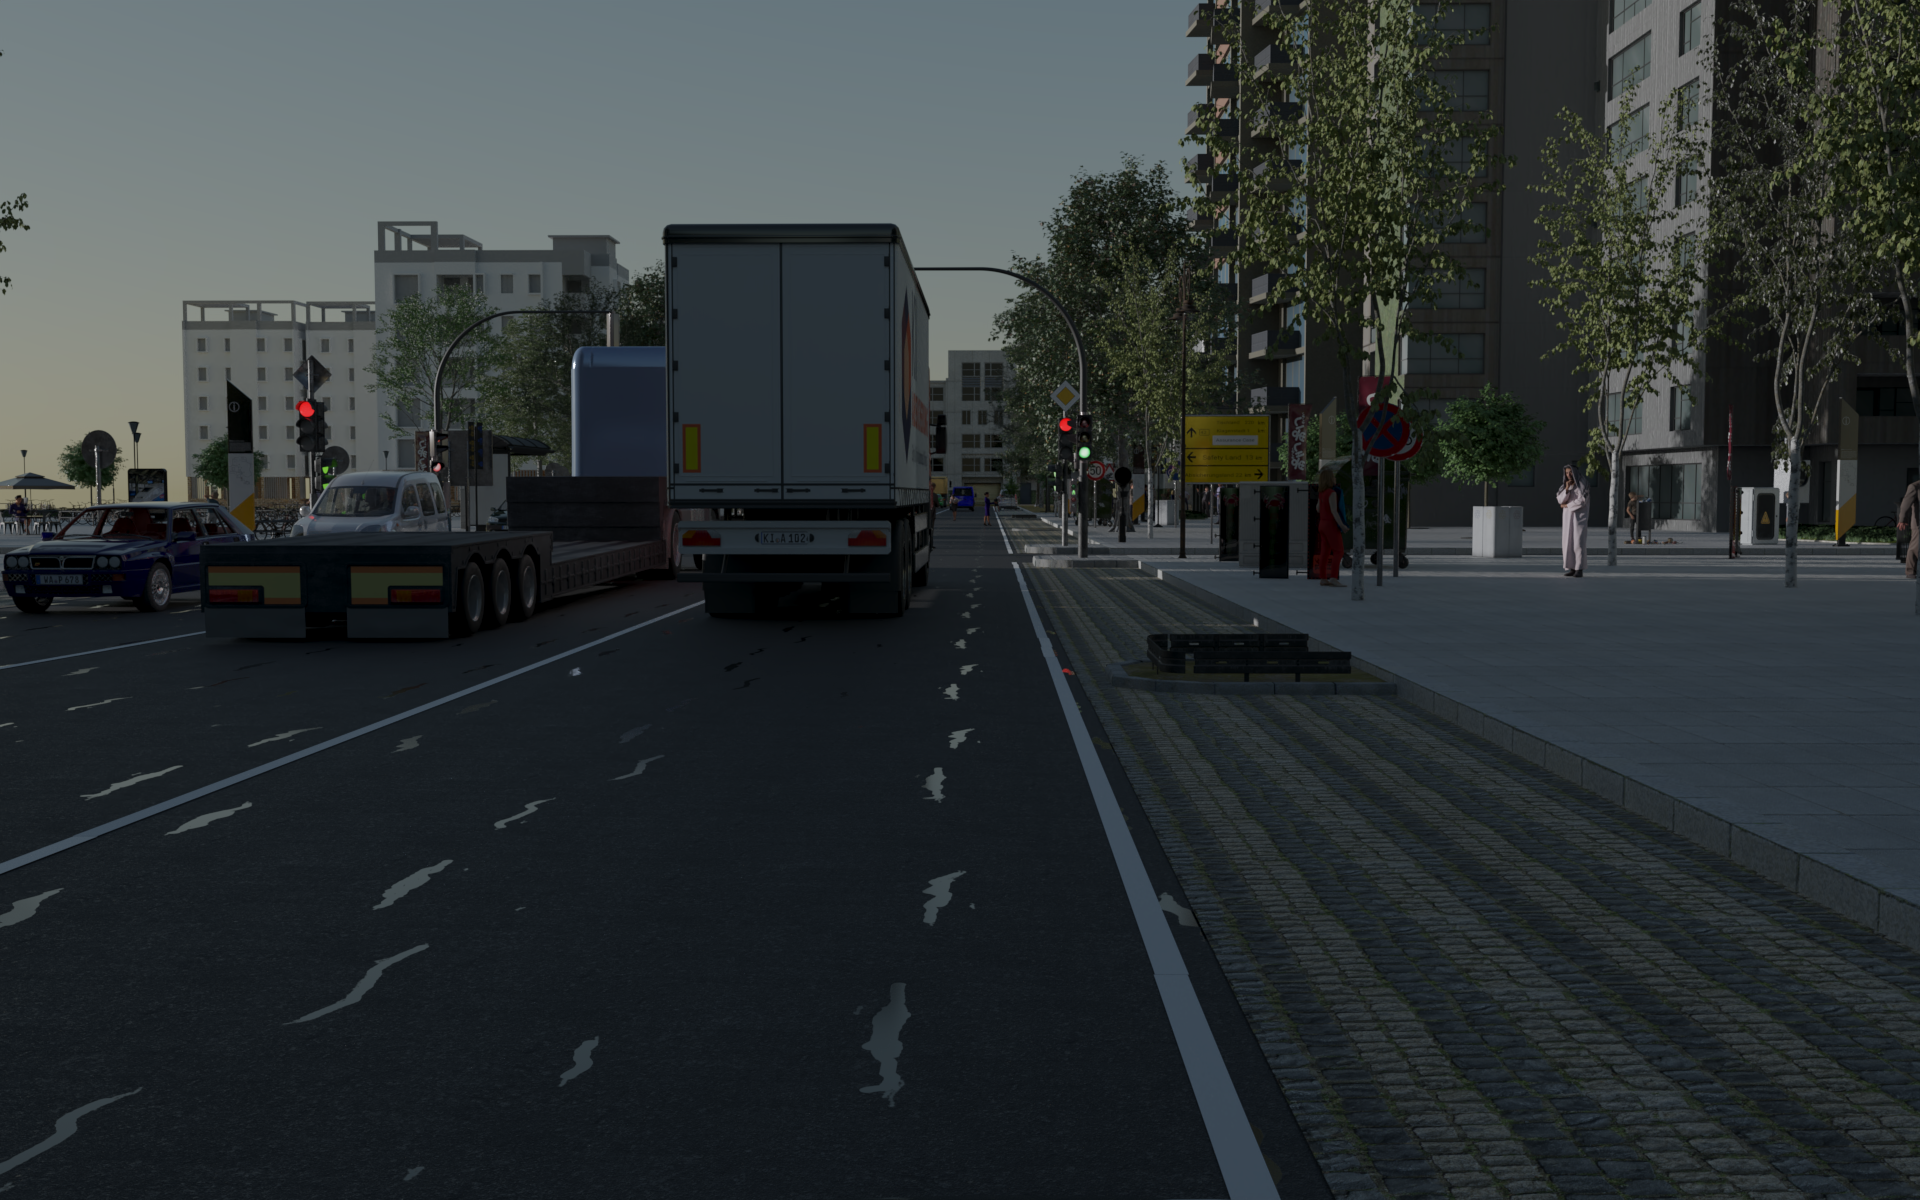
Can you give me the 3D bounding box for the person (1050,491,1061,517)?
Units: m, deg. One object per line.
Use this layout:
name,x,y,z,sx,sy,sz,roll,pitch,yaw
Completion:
person,5.406,-5.463,96.086,0.376,1.734,0.841,-3,4,-38

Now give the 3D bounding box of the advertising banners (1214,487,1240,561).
advertising banners,5.831,-2.263,33.195,2.074,3.025,0.090,-1,4,-19

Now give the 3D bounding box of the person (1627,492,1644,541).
person,18.525,-2.291,47.415,0.435,1.345,0.340,-2,4,-27

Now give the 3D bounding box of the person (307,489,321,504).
person,-25.391,-3.700,68.501,0.963,1.587,0.435,-1,4,-9

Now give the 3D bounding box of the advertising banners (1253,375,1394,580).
advertising banners,5.420,-1.817,25.895,2.074,3.025,0.090,2,4,25

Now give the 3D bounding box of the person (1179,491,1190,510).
person,15.971,-7.104,123.139,0.756,1.711,0.436,1,4,15

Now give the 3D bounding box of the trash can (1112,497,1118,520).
trash can,7.159,-4.014,77.289,0.748,1.137,0.748,0,3,0

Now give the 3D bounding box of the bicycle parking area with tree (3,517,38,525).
bicycle parking area with tree,-41.167,-5.102,70.425,8.231,4.147,9.016,2,4,34

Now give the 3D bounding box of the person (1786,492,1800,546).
person,20.478,-1.996,42.579,0.340,1.345,0.435,-1,4,-22

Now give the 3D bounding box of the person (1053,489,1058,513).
person,6.616,-6.935,119.575,0.705,1.807,1.348,1,4,20

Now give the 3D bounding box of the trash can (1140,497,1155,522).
trash can,8.625,-4.170,79.829,0.748,1.137,0.748,0,3,0

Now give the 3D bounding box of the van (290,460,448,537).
van,-10.122,-1.394,29.806,2.013,2.044,4.112,0,4,0

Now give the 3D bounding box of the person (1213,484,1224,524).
person,10.844,-4.071,72.472,0.599,1.838,0.709,-3,4,-38

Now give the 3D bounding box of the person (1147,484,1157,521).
person,8.994,-4.634,82.338,0.750,1.759,0.617,0,4,4

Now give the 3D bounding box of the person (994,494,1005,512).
person,3.092,-7.663,136.975,0.799,1.438,0.628,-1,4,-22

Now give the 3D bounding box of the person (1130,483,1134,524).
person,7.500,-4.119,73.916,0.750,1.759,0.617,3,5,41

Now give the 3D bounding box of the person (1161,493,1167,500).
person,13.249,-6.288,112.764,0.435,1.345,0.340,1,4,11

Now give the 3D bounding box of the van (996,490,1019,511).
van,4.176,-8.802,150.928,2.013,2.044,4.112,0,4,2

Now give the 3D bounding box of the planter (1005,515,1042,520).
planter,3.476,-4.506,94.806,1.991,0.319,1.994,0,4,1

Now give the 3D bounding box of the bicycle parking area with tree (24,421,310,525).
bicycle parking area with tree,-31.547,-5.121,70.738,9.016,4.147,8.231,2,4,33

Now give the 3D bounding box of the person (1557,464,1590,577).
person,9.507,-1.232,26.862,0.551,1.740,0.621,3,5,40

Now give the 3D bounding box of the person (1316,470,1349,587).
person,5.186,-1.000,24.103,0.444,1.614,0.593,1,4,11

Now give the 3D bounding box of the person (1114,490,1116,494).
person,13.788,-8.771,150.245,0.742,1.727,0.445,0,4,-8

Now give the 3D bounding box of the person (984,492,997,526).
person,1.342,-4.099,77.894,0.546,1.535,0.453,-1,4,-22

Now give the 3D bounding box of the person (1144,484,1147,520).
person,8.652,-4.523,80.703,0.504,1.737,0.576,-1,4,-10

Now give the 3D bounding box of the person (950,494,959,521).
person,-0.342,-4.967,92.905,0.628,1.438,0.799,-1,4,-18

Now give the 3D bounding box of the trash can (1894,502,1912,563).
trash can,17.741,-1.255,32.170,0.748,1.137,0.748,0,3,0

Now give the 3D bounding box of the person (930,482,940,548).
person,-0.811,-2.236,45.752,0.565,1.739,0.600,0,4,2

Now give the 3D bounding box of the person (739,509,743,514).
person,-8.222,-2.969,64.976,0.347,0.859,0.695,-1,4,-10

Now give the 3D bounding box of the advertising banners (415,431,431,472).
advertising banners,-15.352,-3.136,47.459,0.090,3.025,2.074,3,4,38

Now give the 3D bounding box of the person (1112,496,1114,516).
person,8.638,-5.443,97.410,0.546,1.535,0.453,1,4,8

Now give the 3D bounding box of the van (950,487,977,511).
van,0.270,-8.548,144.148,2.240,2.365,5.245,0,4,0

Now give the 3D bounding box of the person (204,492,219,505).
person,-21.929,-2.494,50.723,0.435,1.345,0.340,-2,4,-30

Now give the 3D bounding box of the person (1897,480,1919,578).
person,14.727,-1.206,26.319,0.990,1.755,0.434,0,4,-6

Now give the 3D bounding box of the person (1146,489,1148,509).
person,15.565,-8.524,146.135,0.721,1.743,1.217,0,4,-3

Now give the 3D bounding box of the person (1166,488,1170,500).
person,17.004,-8.293,142.152,0.721,1.766,1.217,0,4,-2

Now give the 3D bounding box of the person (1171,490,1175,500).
person,12.622,-5.784,103.159,0.613,1.512,0.480,2,4,23

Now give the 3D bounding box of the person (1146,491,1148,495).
person,15.439,-8.263,141.150,1.348,1.824,0.705,2,4,35

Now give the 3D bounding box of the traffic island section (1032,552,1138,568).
traffic island section,2.490,-0.772,34.902,2.009,0.180,2.903,0,4,1

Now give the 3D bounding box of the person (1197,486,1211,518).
person,13.308,-5.362,94.507,0.742,1.727,0.445,-1,4,-8

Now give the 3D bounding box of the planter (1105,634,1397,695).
planter,2.128,0.481,13.268,1.991,0.319,1.994,0,4,1

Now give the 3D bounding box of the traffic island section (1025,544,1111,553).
traffic island section,2.622,-1.260,42.886,2.009,0.180,2.903,0,4,1

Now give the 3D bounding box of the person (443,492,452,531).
person,-14.684,-2.423,49.576,0.340,1.345,0.435,1,4,11

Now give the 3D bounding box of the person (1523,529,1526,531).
person,19.014,-2.762,59.482,0.655,0.850,0.859,0,4,-5

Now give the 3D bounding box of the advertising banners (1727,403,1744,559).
advertising banners,15.352,-2.333,34.327,0.090,3.025,2.074,2,4,32
